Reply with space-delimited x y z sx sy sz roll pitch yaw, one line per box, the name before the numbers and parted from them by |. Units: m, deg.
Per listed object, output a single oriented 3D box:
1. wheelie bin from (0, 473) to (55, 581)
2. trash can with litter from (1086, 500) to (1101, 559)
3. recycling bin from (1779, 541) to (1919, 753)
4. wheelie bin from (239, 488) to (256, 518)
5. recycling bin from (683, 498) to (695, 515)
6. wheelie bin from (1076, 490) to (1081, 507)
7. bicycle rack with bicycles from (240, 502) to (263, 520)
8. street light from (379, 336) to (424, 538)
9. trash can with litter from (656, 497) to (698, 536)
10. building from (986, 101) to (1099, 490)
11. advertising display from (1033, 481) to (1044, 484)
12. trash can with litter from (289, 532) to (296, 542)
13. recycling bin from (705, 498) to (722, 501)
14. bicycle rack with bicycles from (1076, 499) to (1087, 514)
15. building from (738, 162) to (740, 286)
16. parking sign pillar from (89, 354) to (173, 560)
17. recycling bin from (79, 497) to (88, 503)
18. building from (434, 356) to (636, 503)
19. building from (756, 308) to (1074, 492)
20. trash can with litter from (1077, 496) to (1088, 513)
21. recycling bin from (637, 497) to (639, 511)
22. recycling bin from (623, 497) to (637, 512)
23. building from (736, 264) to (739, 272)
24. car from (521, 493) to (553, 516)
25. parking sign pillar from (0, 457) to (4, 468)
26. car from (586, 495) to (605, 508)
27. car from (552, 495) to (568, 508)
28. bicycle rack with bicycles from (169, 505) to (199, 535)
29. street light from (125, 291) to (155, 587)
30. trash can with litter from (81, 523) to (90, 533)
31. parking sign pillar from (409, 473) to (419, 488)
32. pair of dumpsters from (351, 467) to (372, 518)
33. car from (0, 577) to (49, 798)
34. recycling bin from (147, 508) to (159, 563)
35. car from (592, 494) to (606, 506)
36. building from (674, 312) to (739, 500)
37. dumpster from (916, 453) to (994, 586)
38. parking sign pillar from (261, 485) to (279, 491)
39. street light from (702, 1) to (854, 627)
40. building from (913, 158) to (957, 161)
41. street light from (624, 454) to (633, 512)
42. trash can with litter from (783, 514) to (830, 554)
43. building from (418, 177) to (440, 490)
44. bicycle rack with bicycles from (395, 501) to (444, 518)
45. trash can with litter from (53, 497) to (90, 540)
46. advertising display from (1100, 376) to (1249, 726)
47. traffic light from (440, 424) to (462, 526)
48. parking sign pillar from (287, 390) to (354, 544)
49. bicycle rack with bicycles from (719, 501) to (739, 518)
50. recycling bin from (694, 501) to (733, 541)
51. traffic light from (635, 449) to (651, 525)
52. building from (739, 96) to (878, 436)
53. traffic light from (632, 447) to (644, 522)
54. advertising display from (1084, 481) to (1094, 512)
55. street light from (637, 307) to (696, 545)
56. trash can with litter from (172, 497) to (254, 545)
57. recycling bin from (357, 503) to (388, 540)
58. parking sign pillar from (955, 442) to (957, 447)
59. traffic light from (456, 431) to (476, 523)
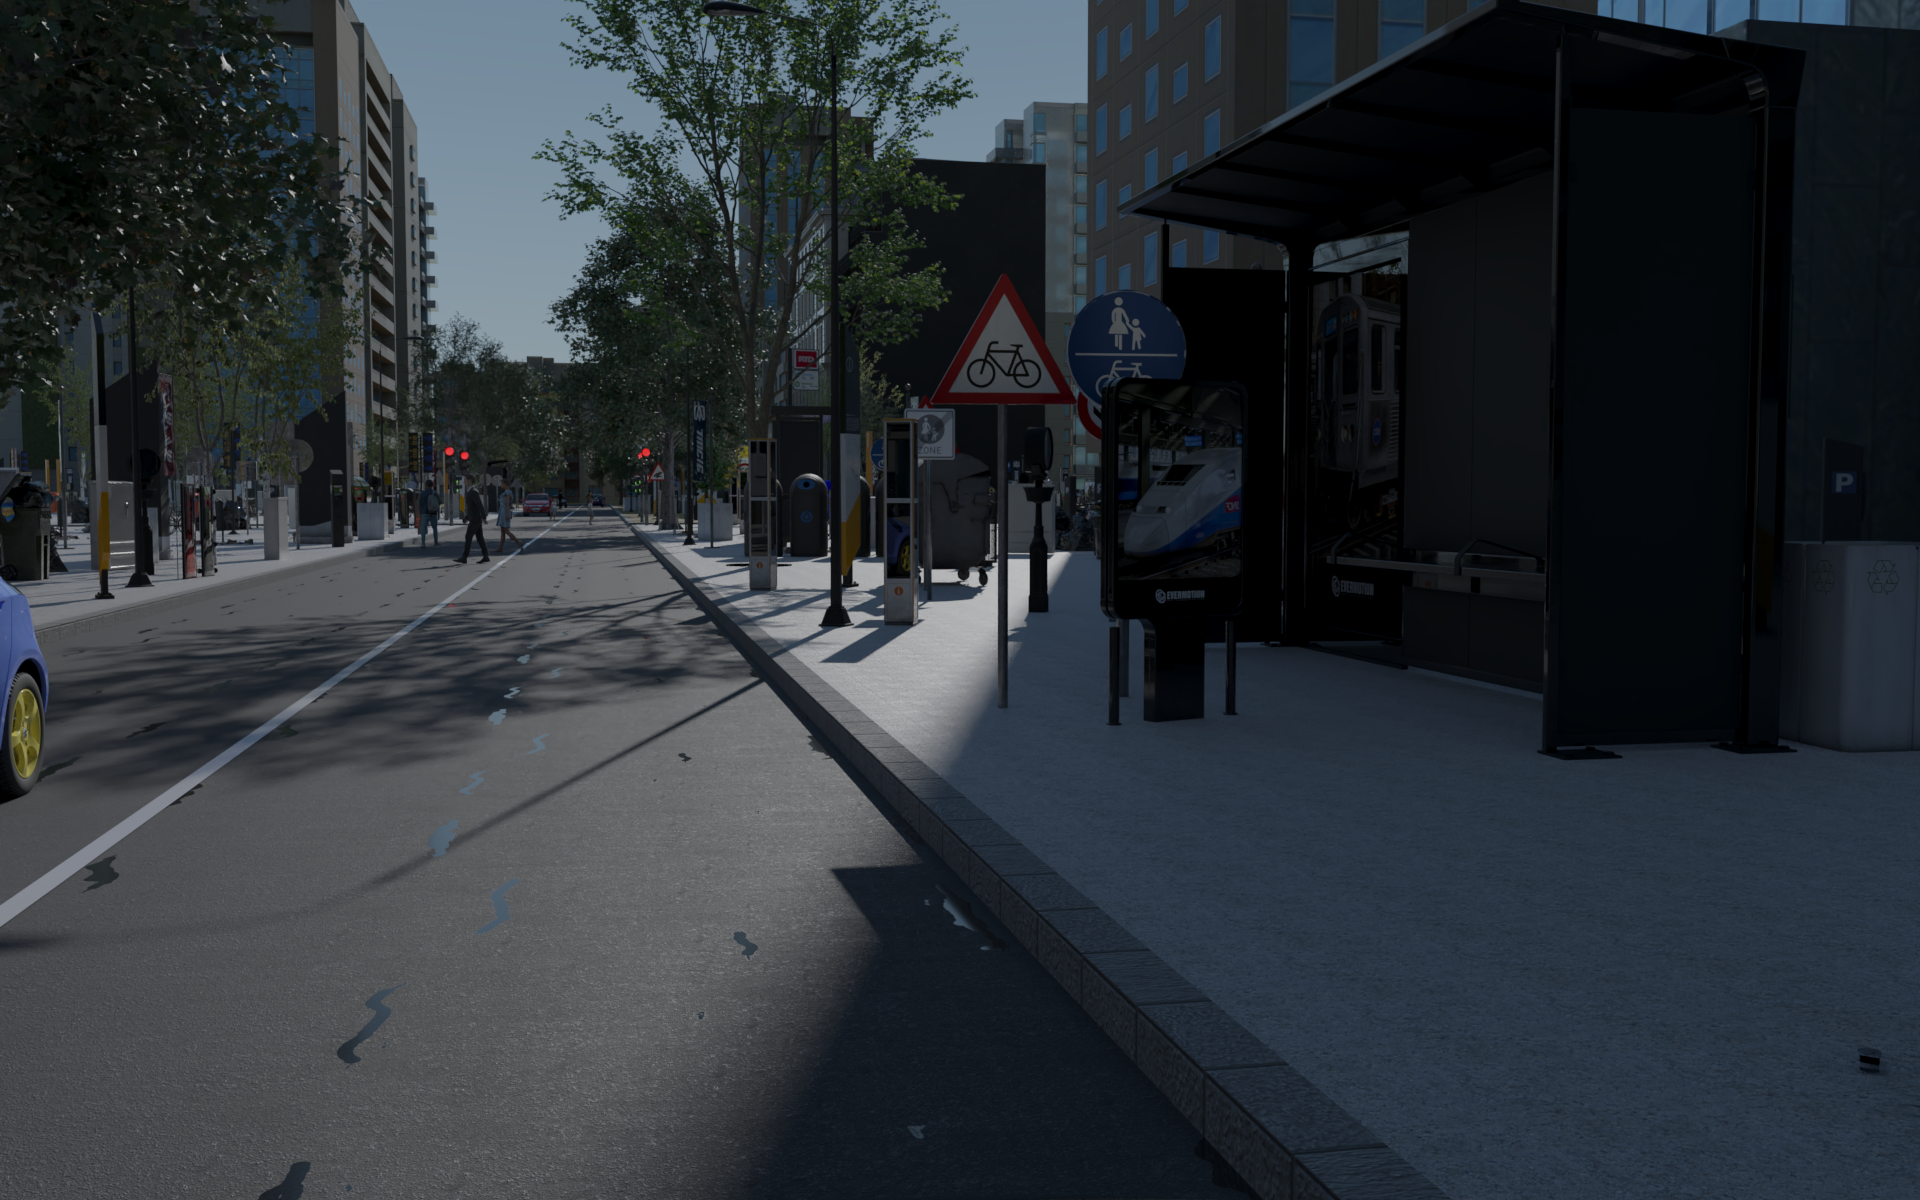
wheelie bin | -13.937 -1.097 25.848 0.693 1.594 0.980 -1 4 -13
trash can with litter | 2.967 -1.392 34.141 0.624 1.170 1.055 2 4 29
recycling bin | 4.684 0.220 8.960 0.722 1.027 0.722 -1 4 -9
wheelie bin | -38.811 -5.294 94.467 0.980 1.594 0.693 -1 4 -23
recycling bin | -16.324 -5.657 105.045 0.722 1.027 0.722 -2 4 -33
wheelie bin | 8.357 -7.233 126.171 0.980 1.594 0.693 1 4 19
bicycle rack with bicycles | -34.951 -4.314 83.909 2.852 0.926 2.925 -3 5 -45
street light | -16.448 -4.796 50.961 1.470 5.913 1.316 -1 4 -12
trash can with litter | -8.359 -2.608 53.701 1.678 1.210 2.233 -2 4 -31
building | 19.100 -36.297 213.063 30.456 49.044 23.786 -1 4 -12
advertising display | 2.582 -3.374 60.380 0.123 1.923 0.974 -2 4 -34
trash can with litter | -17.373 -2.132 46.250 1.055 1.170 0.624 0 4 -5
recycling bin | -14.181 -5.338 99.836 0.722 1.027 0.722 3 5 42
bicycle rack with bicycles | 9.407 -6.675 122.524 2.925 0.926 2.852 2 4 33
building | -19.825 -32.195 209.988 14.154 41.232 14.086 -1 4 -12
parking sign pillar | -16.121 -2.761 33.622 1.447 3.967 1.447 0 4 -4
recycling bin | -72.546 -7.978 142.991 0.722 1.027 0.722 1 4 16
building | -62.571 -25.355 259.590 28.899 21.520 27.650 -1 4 -12
building | -5.651 -20.265 176.365 27.650 21.520 28.899 -1 4 -12
trash can with litter | 7.750 -6.097 110.750 1.678 1.210 2.233 2 4 30
recycling bin | -24.961 -7.319 132.221 0.722 1.027 0.722 1 4 14
recycling bin | -24.008 -6.907 125.481 0.722 1.027 0.722 -1 4 -18
building | -23.316 -35.323 269.411 23.993 40.220 32.217 -1 4 -12
car | -27.626 -6.383 113.408 2.155 1.783 4.494 -1 4 -10
parking sign pillar | -70.297 -8.417 126.089 1.447 3.967 1.447 -2 4 -29
car | -38.397 -10.388 182.424 1.945 1.354 3.894 -1 4 -11
car | -42.038 -10.328 181.438 1.945 1.354 3.894 -1 4 -12
bicycle rack with bicycles | -25.187 -2.531 54.762 2.925 0.926 2.852 1 4 23
street light | -10.825 -3.142 23.906 1.470 5.913 1.316 -1 4 -12
trash can with litter | -28.617 -2.823 57.542 0.624 1.170 1.055 1 4 21
parking sign pillar | -41.315 -8.738 131.332 1.447 3.967 1.447 0 4 3
pair of dumpsters | -21.626 -3.550 60.533 1.574 2.255 4.437 -1 4 -12
car | -4.986 0.171 6.799 1.945 1.707 3.694 -1 4 -12
recycling bin | -15.248 -1.181 31.861 0.722 1.027 0.722 0 4 -3
car | -44.418 -12.251 212.095 2.131 1.459 4.920 -1 4 -12
building | -40.071 -29.666 256.745 14.107 30.474 14.160 -1 4 -12
dumpster | -0.273 -1.166 24.828 1.264 1.857 1.865 -1 4 -12
parking sign pillar | -41.342 -7.160 105.539 1.447 3.967 1.447 1 4 10
street light | -1.736 -2.694 16.596 1.470 5.913 1.316 -1 4 -12
building | -3.720 -32.419 213.647 14.086 41.232 14.154 -1 4 -12
street light | -12.938 -6.008 70.772 1.470 5.913 1.316 -1 4 -12
trash can with litter | -3.401 -1.645 37.947 1.678 1.210 2.233 2 4 34
building | -91.125 -38.575 250.310 30.456 49.044 23.786 -1 4 -12
bicycle rack with bicycles | -29.777 -4.984 94.875 2.925 0.926 2.852 3 5 42
trash can with litter | -25.468 -2.306 48.762 1.678 1.210 2.233 -1 4 -18
advertising display | 1.218 -0.281 9.802 0.974 1.923 0.123 -2 4 -32
traffic light | -20.346 -4.912 69.229 0.839 4.253 0.868 -1 4 -12
parking sign pillar | -16.560 -3.458 45.018 1.447 3.967 1.447 0 4 -7
bicycle rack with bicycles | -12.313 -4.936 94.090 2.925 0.926 2.852 -2 4 -34
recycling bin | -6.755 -2.155 47.793 0.722 1.027 0.722 -3 5 -42
traffic light | -12.849 -5.008 70.803 0.839 4.253 0.868 -1 4 -12
building | -17.324 -33.380 195.876 14.600 45.320 14.200 -1 4 -12
traffic light | -14.479 -5.486 78.620 0.839 4.253 0.868 -1 4 -12
advertising display | 6.388 -4.834 84.241 0.123 1.923 0.974 -2 4 -34
street light | -7.345 -4.330 43.345 1.470 5.913 1.316 -1 4 -12
trash can with litter | -18.719 -2.021 44.106 2.233 1.210 1.678 1 4 11
recycling bin | -16.533 -2.215 48.764 0.722 1.027 0.722 -1 4 -9
parking sign pillar | -0.379 -6.200 89.839 1.447 3.967 1.447 -2 4 -26
traffic light | -21.976 -5.390 77.046 0.839 4.253 0.868 -1 4 -12
